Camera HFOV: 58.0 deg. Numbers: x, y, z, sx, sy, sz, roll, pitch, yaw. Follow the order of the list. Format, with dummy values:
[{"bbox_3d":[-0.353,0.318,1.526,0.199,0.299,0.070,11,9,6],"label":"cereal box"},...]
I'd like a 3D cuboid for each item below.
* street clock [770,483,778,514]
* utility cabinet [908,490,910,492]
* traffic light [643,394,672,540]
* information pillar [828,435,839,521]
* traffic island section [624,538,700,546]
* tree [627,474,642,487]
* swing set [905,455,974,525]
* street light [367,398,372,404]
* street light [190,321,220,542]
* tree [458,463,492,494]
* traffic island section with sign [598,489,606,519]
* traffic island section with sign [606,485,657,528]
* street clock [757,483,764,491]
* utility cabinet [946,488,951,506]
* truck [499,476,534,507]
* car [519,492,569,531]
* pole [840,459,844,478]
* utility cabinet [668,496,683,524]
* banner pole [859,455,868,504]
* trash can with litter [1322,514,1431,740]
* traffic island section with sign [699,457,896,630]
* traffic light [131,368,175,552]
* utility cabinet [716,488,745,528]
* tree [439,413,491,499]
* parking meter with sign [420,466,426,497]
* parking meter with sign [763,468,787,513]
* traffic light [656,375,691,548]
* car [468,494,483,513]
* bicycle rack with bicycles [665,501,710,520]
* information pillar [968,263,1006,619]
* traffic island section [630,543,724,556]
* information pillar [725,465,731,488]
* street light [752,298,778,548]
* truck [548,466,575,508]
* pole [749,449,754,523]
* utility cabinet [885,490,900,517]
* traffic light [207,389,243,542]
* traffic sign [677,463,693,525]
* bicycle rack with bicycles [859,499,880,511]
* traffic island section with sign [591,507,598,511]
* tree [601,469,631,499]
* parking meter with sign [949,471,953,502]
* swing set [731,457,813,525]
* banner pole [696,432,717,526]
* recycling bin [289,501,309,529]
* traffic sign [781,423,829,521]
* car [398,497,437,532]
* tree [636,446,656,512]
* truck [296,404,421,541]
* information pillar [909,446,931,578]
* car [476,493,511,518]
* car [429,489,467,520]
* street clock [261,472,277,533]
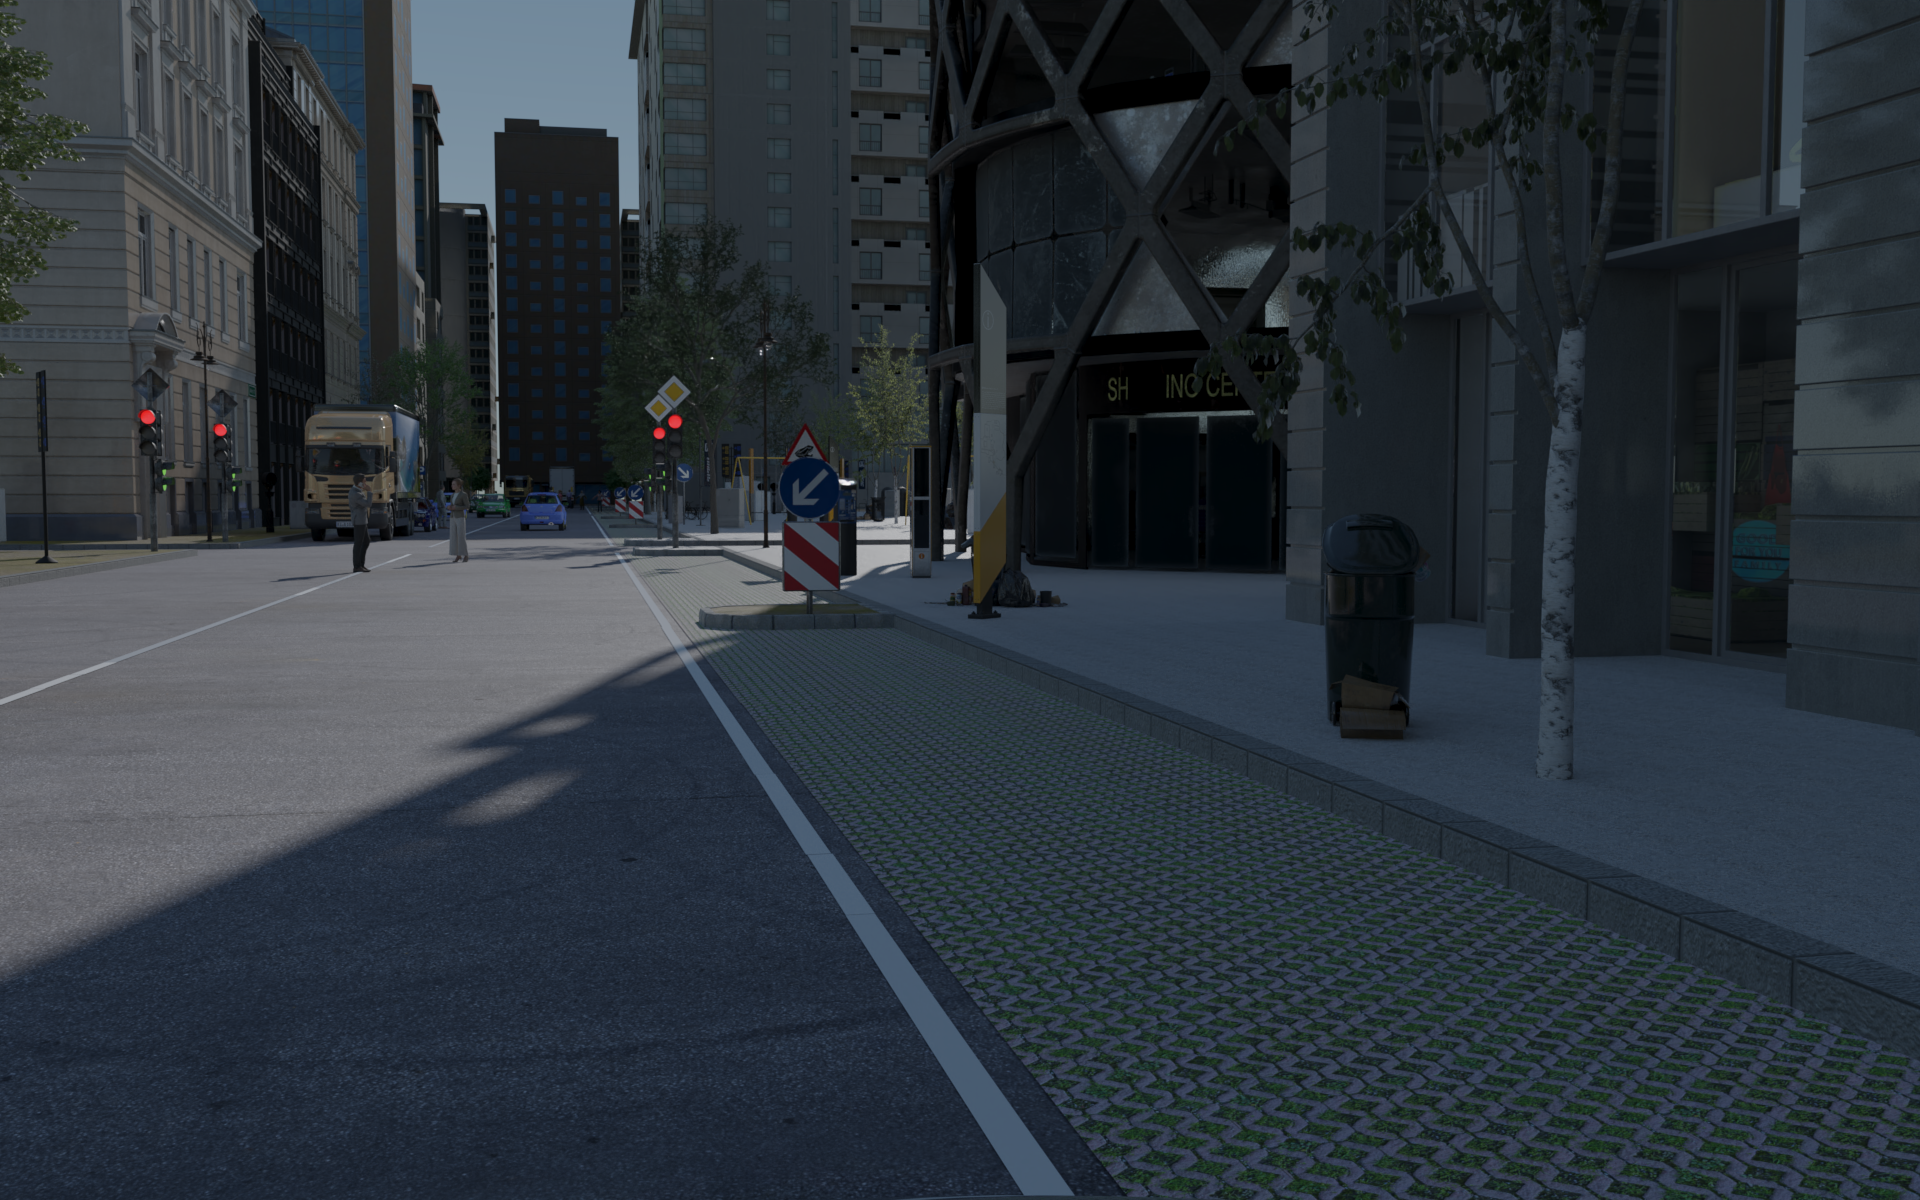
[{"bbox_3d":[-11.771,-6.429,109.679,0.471,2.002,0.358,0,4,7],"label":"street clock"},{"bbox_3d":[-2.927,-5.887,104.936,0.318,1.500,1.173,2,4,28],"label":"utility cabinet"},{"bbox_3d":[-8.497,-3.663,48.818,0.839,4.253,0.868,-1,4,-12],"label":"traffic light"},{"bbox_3d":[-5.076,-4.772,69.370,0.183,3.616,0.504,3,5,44],"label":"information pillar"},{"bbox_3d":[-8.455,-1.631,48.941,2.009,0.180,2.903,-1,4,-12],"label":"traffic island section"},{"bbox_3d":[-26.750,-9.110,143.553,1.663,3.219,1.824,0,3,0],"label":"tree"},{"bbox_3d":[-0.544,-4.425,69.971,3.119,2.851,2.862,0,4,-7],"label":"swing set"},{"bbox_3d":[-28.421,-6.774,83.551,0.468,5.910,1.993,-1,4,-12],"label":"street light"},{"bbox_3d":[-20.209,-4.507,46.473,0.468,5.910,1.993,-1,4,-12],"label":"street light"},{"bbox_3d":[-54.383,-12.936,195.210,4.285,4.588,4.351,0,3,0],"label":"tree"},{"bbox_3d":[-19.675,-5.569,99.681,1.989,1.847,2.006,-1,4,-12],"label":"traffic island section with sign"},{"bbox_3d":[-13.861,-3.959,73.358,1.989,1.847,2.006,-1,4,-12],"label":"traffic island section with sign"},{"bbox_3d":[-13.054,-6.678,113.759,0.471,2.002,0.358,1,4,16],"label":"street clock"},{"bbox_3d":[-0.947,-3.602,67.578,1.173,1.500,0.318,0,4,4],"label":"utility cabinet"},{"bbox_3d":[-46.758,-11.471,183.466,3.469,3.379,9.791,-1,4,-11],"label":"truck"},{"bbox_3d":[-16.519,-3.616,68.710,1.945,1.707,3.694,-1,4,-11],"label":"car"},{"bbox_3d":[-6.772,-6.458,99.439,0.158,3.312,0.155,0,3,0],"label":"pole"},{"bbox_3d":[-12.397,-3.935,75.501,0.306,1.237,1.020,-2,4,-31],"label":"utility cabinet"},{"bbox_3d":[-6.099,-7.370,110.510,0.863,3.779,0.401,1,4,18],"label":"banner pole"},{"bbox_3d":[2.298,0.120,9.433,0.624,1.170,1.055,1,4,8],"label":"trash can with litter"},{"bbox_3d":[-1.858,-0.641,19.115,1.989,1.847,2.006,-1,4,-12],"label":"traffic island section with sign"},{"bbox_3d":[-17.961,-3.035,38.540,0.839,4.253,0.868,-1,4,-12],"label":"traffic light"},{"bbox_3d":[-8.643,-3.452,65.113,1.173,1.500,0.318,3,4,36],"label":"utility cabinet"},{"bbox_3d":[-46.875,-13.123,164.925,4.737,8.622,4.395,0,3,0],"label":"tree"},{"bbox_3d":[-33.610,-6.824,107.838,0.543,3.016,1.738,-1,4,-13],"label":"parking meter with sign"},{"bbox_3d":[-12.252,-7.289,115.431,1.738,3.016,0.543,-1,4,-13],"label":"parking meter with sign"},{"bbox_3d":[-6.773,-3.187,41.020,0.839,4.253,0.868,-1,4,-12],"label":"traffic light"},{"bbox_3d":[-36.715,-7.402,132.820,2.131,1.459,4.920,-1,4,-14],"label":"car"},{"bbox_3d":[-13.509,-4.474,86.526,2.925,0.926,2.852,1,4,21],"label":"bicycle rack with bicycles"},{"bbox_3d":[0.302,-1.622,17.870,0.183,3.616,0.504,3,4,36],"label":"information pillar"},{"bbox_3d":[-6.731,-1.154,41.143,2.009,0.180,2.903,-1,4,-12],"label":"traffic island section"},{"bbox_3d":[-16.315,-7.989,121.970,0.504,3.616,0.183,-2,4,-24],"label":"information pillar"},{"bbox_3d":[-4.624,-4.179,41.122,0.468,5.910,1.993,-1,4,-12],"label":"street light"},{"bbox_3d":[-41.738,-11.787,181.628,2.839,4.237,11.283,-1,4,-13],"label":"truck"},{"bbox_3d":[-9.356,-5.126,77.650,0.158,3.312,0.155,0,3,0],"label":"pole"},{"bbox_3d":[-3.728,-5.276,94.948,0.318,1.500,1.173,-2,4,-31],"label":"utility cabinet"},{"bbox_3d":[-19.685,-3.512,46.337,0.839,4.253,0.868,-1,4,-12],"label":"traffic light"},{"bbox_3d":[-11.521,-4.412,72.246,0.768,2.556,0.104,-1,4,-10],"label":"traffic sign"},{"bbox_3d":[-6.109,-6.839,125.195,2.852,0.926,2.925,-1,4,-20],"label":"bicycle rack with bicycles"},{"bbox_3d":[-30.422,-8.543,148.306,1.989,1.847,2.006,-1,4,-12],"label":"traffic island section with sign"},{"bbox_3d":[-39.317,-13.114,198.131,4.285,4.588,4.351,0,3,0],"label":"tree"},{"bbox_3d":[-0.178,-6.119,96.303,0.543,3.016,1.738,1,4,12],"label":"parking meter with sign"},{"bbox_3d":[-8.242,-4.650,73.654,3.119,2.851,2.862,-2,4,-29],"label":"swing set"},{"bbox_3d":[-10.286,-4.900,70.136,0.863,3.779,0.401,0,4,-3],"label":"banner pole"},{"bbox_3d":[-24.164,-3.124,63.638,0.722,1.027,0.722,0,4,-3],"label":"recycling bin"},{"bbox_3d":[-2.848,-1.953,31.929,0.884,2.594,0.081,-1,4,-12],"label":"traffic sign"},{"bbox_3d":[-20.989,-3.276,66.141,1.945,1.354,3.894,-1,4,-12],"label":"car"},{"bbox_3d":[-22.199,-10.651,124.514,4.360,8.622,3.978,0,3,0],"label":"tree"},{"bbox_3d":[-19.335,-4.121,56.293,2.839,4.237,11.283,-1,4,-12],"label":"truck"},{"bbox_3d":[-0.604,-1.344,26.460,0.304,2.012,0.304,-1,4,-8],"label":"information pillar"},{"bbox_3d":[-28.298,-5.889,105.076,1.959,1.807,4.718,-1,4,-11],"label":"car"},{"bbox_3d":[-27.995,-5.208,94.735,1.945,1.707,3.694,-1,4,-10],"label":"car"},{"bbox_3d":[-22.896,-3.233,57.434,0.358,2.002,0.471,2,4,25],"label":"street clock"}]
